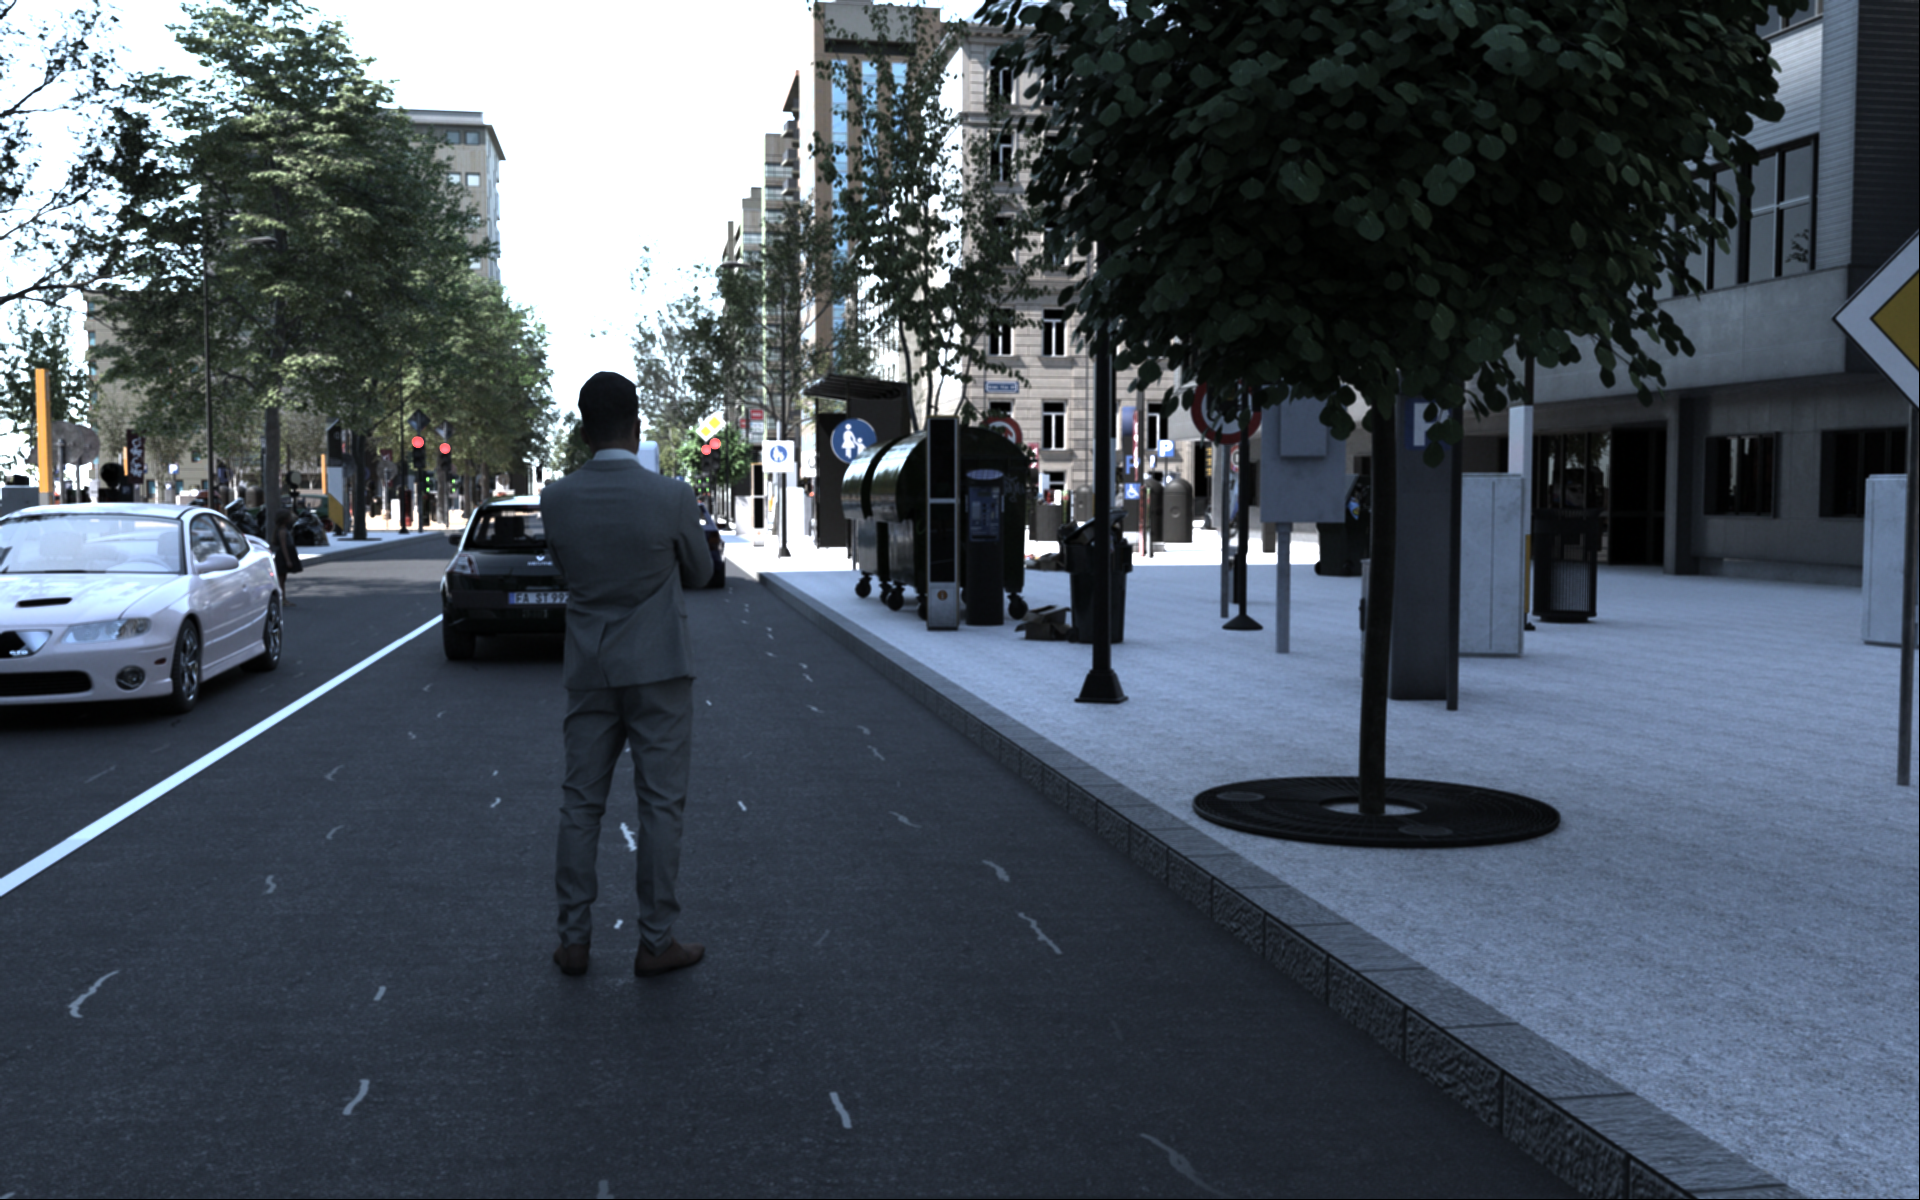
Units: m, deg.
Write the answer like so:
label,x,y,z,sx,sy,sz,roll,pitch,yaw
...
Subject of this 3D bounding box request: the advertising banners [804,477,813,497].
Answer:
label,x,y,z,sx,sy,sz,roll,pitch,yaw
advertising banners,-8.635,-6.238,98.173,0.090,3.025,2.074,1,4,17

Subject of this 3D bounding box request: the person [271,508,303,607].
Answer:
label,x,y,z,sx,sy,sz,roll,pitch,yaw
person,-8.563,-0.542,22.024,0.373,1.253,0.362,-1,4,-12

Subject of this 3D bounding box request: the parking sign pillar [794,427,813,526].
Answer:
label,x,y,z,sx,sy,sz,roll,pitch,yaw
parking sign pillar,-6.563,-4.894,68.496,1.447,3.967,1.447,0,4,-4

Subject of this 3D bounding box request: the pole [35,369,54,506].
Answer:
label,x,y,z,sx,sy,sz,roll,pitch,yaw
pole,-14.949,-2.108,28.316,0.158,3.312,0.155,0,3,0

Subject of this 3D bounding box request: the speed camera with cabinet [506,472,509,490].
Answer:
label,x,y,z,sx,sy,sz,roll,pitch,yaw
speed camera with cabinet,-31.528,-7.732,120.759,0.660,3.252,2.038,0,4,-5

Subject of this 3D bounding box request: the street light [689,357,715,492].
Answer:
label,x,y,z,sx,sy,sz,roll,pitch,yaw
street light,-8.462,-5.275,58.790,1.470,5.913,1.316,-1,4,-10

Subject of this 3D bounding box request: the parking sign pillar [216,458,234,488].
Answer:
label,x,y,z,sx,sy,sz,roll,pitch,yaw
parking sign pillar,-54.851,-8.628,129.543,1.447,3.967,1.447,3,5,44

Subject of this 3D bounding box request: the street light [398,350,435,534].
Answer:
label,x,y,z,sx,sy,sz,roll,pitch,yaw
street light,-17.427,-5.096,55.856,1.470,5.913,1.316,-1,4,-10

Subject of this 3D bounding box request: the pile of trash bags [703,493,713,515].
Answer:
label,x,y,z,sx,sy,sz,roll,pitch,yaw
pile of trash bags,-16.374,-6.755,120.197,1.912,1.369,3.447,1,4,20

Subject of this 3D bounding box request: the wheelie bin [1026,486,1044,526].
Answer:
label,x,y,z,sx,sy,sz,roll,pitch,yaw
wheelie bin,2.882,-3.777,69.659,0.980,1.594,0.693,1,4,9

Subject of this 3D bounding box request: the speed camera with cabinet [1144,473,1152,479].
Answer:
label,x,y,z,sx,sy,sz,roll,pitch,yaw
speed camera with cabinet,7.881,-4.980,75.759,0.660,3.252,2.038,1,4,20

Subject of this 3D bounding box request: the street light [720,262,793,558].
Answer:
label,x,y,z,sx,sy,sz,roll,pitch,yaw
street light,-4.099,-3.811,34.855,1.470,5.913,1.316,-1,4,-10

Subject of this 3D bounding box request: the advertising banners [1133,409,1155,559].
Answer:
label,x,y,z,sx,sy,sz,roll,pitch,yaw
advertising banners,3.714,-2.385,35.178,0.090,3.025,2.074,0,4,-5

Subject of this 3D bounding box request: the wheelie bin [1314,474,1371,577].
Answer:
label,x,y,z,sx,sy,sz,roll,pitch,yaw
wheelie bin,6.000,-1.183,27.246,0.693,1.594,0.980,-3,4,-36

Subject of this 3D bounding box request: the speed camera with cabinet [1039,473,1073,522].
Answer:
label,x,y,z,sx,sy,sz,roll,pitch,yaw
speed camera with cabinet,4.008,-4.971,75.611,0.660,3.252,2.038,-3,5,-45

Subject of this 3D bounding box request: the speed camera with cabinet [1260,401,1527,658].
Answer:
label,x,y,z,sx,sy,sz,roll,pitch,yaw
speed camera with cabinet,3.457,-1.196,13.894,2.038,3.252,0.660,1,4,11

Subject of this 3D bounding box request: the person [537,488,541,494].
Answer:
label,x,y,z,sx,sy,sz,roll,pitch,yaw
person,-23.384,-5.343,96.405,0.362,1.759,0.519,-1,4,-19

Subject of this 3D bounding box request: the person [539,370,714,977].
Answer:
label,x,y,z,sx,sy,sz,roll,pitch,yaw
person,-1.009,0.207,5.296,0.511,1.800,0.466,0,4,-5

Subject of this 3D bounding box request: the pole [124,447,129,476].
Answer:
label,x,y,z,sx,sy,sz,roll,pitch,yaw
pole,-36.334,-4.999,75.582,0.158,3.312,0.155,0,3,0

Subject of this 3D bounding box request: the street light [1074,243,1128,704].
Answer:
label,x,y,z,sx,sy,sz,roll,pitch,yaw
street light,0.345,-2.321,10.483,1.470,5.913,1.316,-1,4,-10

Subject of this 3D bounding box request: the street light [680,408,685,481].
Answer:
label,x,y,z,sx,sy,sz,roll,pitch,yaw
street light,-10.151,-5.827,67.813,1.470,5.913,1.316,-1,4,-10

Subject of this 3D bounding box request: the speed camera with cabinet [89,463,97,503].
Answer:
label,x,y,z,sx,sy,sz,roll,pitch,yaw
speed camera with cabinet,-55.355,-7.135,110.986,0.660,3.252,2.038,-1,4,-17

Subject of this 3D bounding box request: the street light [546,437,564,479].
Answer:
label,x,y,z,sx,sy,sz,roll,pitch,yaw
street light,-32.897,-10.251,140.152,1.470,5.913,1.316,-1,4,-10

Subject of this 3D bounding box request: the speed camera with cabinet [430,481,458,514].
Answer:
label,x,y,z,sx,sy,sz,roll,pitch,yaw
speed camera with cabinet,-33.150,-7.109,110.564,2.038,3.252,0.660,-2,4,-35

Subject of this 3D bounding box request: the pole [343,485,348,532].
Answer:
label,x,y,z,sx,sy,sz,roll,pitch,yaw
pole,-20.410,-3.890,57.451,0.158,3.312,0.155,0,3,0

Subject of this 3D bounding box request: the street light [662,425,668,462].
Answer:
label,x,y,z,sx,sy,sz,roll,pitch,yaw
street light,-19.122,-8.813,116.625,1.470,5.913,1.316,-1,4,-10

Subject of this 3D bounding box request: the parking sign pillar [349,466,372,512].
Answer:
label,x,y,z,sx,sy,sz,roll,pitch,yaw
parking sign pillar,-41.894,-8.128,121.372,1.447,3.967,1.447,2,4,33

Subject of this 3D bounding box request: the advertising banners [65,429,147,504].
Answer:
label,x,y,z,sx,sy,sz,roll,pitch,yaw
advertising banners,-22.812,-3.065,46.300,2.074,3.025,0.090,-2,4,-28

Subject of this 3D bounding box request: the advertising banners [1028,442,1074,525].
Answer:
label,x,y,z,sx,sy,sz,roll,pitch,yaw
advertising banners,3.020,-3.790,58.152,0.090,3.025,2.074,-3,5,-44

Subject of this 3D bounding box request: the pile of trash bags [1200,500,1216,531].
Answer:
label,x,y,z,sx,sy,sz,roll,pitch,yaw
pile of trash bags,9.314,-3.113,60.654,1.912,1.369,3.447,1,4,16

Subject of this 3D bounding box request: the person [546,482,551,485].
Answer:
label,x,y,z,sx,sy,sz,roll,pitch,yaw
person,-13.119,-2.846,55.215,0.466,1.800,0.511,-1,4,-14

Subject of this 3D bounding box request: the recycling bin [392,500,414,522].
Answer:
label,x,y,z,sx,sy,sz,roll,pitch,yaw
recycling bin,-25.510,-4.082,79.291,0.722,1.027,0.722,2,4,32

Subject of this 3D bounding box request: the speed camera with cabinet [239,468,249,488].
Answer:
label,x,y,z,sx,sy,sz,roll,pitch,yaw
speed camera with cabinet,-48.740,-7.570,118.103,0.660,3.252,2.038,-2,4,-25

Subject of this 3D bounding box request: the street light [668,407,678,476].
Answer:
label,x,y,z,sx,sy,sz,roll,pitch,yaw
street light,-14.730,-7.349,92.695,1.470,5.913,1.316,-1,4,-10

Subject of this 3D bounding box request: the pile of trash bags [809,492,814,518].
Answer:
label,x,y,z,sx,sy,sz,roll,pitch,yaw
pile of trash bags,-8.388,-5.237,95.384,1.912,1.369,3.447,0,4,7

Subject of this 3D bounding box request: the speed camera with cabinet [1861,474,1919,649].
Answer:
label,x,y,z,sx,sy,sz,roll,pitch,yaw
speed camera with cabinet,8.735,-1.251,14.789,2.038,3.252,0.660,-1,4,-20

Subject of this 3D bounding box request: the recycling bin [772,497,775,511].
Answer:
label,x,y,z,sx,sy,sz,roll,pitch,yaw
recycling bin,-13.971,-7.093,128.519,0.722,1.027,0.722,0,4,-4

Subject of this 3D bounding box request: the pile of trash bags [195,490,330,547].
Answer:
label,x,y,z,sx,sy,sz,roll,pitch,yaw
pile of trash bags,-17.018,-1.959,41.784,1.912,1.369,3.447,1,4,22

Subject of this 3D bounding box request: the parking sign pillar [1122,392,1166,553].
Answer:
label,x,y,z,sx,sy,sz,roll,pitch,yaw
parking sign pillar,3.830,-3.040,38.172,1.447,3.967,1.447,0,4,8

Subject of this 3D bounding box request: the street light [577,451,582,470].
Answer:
label,x,y,z,sx,sy,sz,roll,pitch,yaw
street light,-41.895,-13.225,188.772,1.470,5.913,1.316,-1,4,-10

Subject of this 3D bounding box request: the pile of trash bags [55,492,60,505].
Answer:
label,x,y,z,sx,sy,sz,roll,pitch,yaw
pile of trash bags,-39.976,-4.051,75.994,1.912,1.369,3.447,-3,4,-38

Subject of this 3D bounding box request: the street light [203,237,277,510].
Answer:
label,x,y,z,sx,sy,sz,roll,pitch,yaw
street light,-13.042,-3.599,31.389,1.470,5.913,1.316,-1,4,-10

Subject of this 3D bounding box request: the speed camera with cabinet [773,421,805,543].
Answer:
label,x,y,z,sx,sy,sz,roll,pitch,yaw
speed camera with cabinet,-4.595,-3.196,46.591,0.660,3.252,2.038,-1,4,-13

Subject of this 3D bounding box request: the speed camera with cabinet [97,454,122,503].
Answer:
label,x,y,z,sx,sy,sz,roll,pitch,yaw
speed camera with cabinet,-40.727,-5.470,83.762,0.660,3.252,2.038,0,4,1

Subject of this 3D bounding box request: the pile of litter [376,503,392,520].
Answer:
label,x,y,z,sx,sy,sz,roll,pitch,yaw
pile of litter,-28.252,-4.415,86.150,1.719,0.858,1.176,0,4,-4

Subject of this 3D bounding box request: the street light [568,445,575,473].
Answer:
label,x,y,z,sx,sy,sz,roll,pitch,yaw
street light,-37.410,-11.738,164.461,1.470,5.913,1.316,-1,4,-10

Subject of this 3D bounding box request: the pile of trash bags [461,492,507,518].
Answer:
label,x,y,z,sx,sy,sz,roll,pitch,yaw
pile of trash bags,-25.668,-5.171,94.299,3.447,1.369,1.912,3,5,43

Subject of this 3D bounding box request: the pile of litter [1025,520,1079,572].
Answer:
label,x,y,z,sx,sy,sz,roll,pitch,yaw
pile of litter,1.616,-0.945,29.417,1.176,0.858,1.719,1,4,16

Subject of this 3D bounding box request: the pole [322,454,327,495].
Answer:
label,x,y,z,sx,sy,sz,roll,pitch,yaw
pole,-32.635,-5.816,88.935,0.158,3.312,0.155,0,3,0
